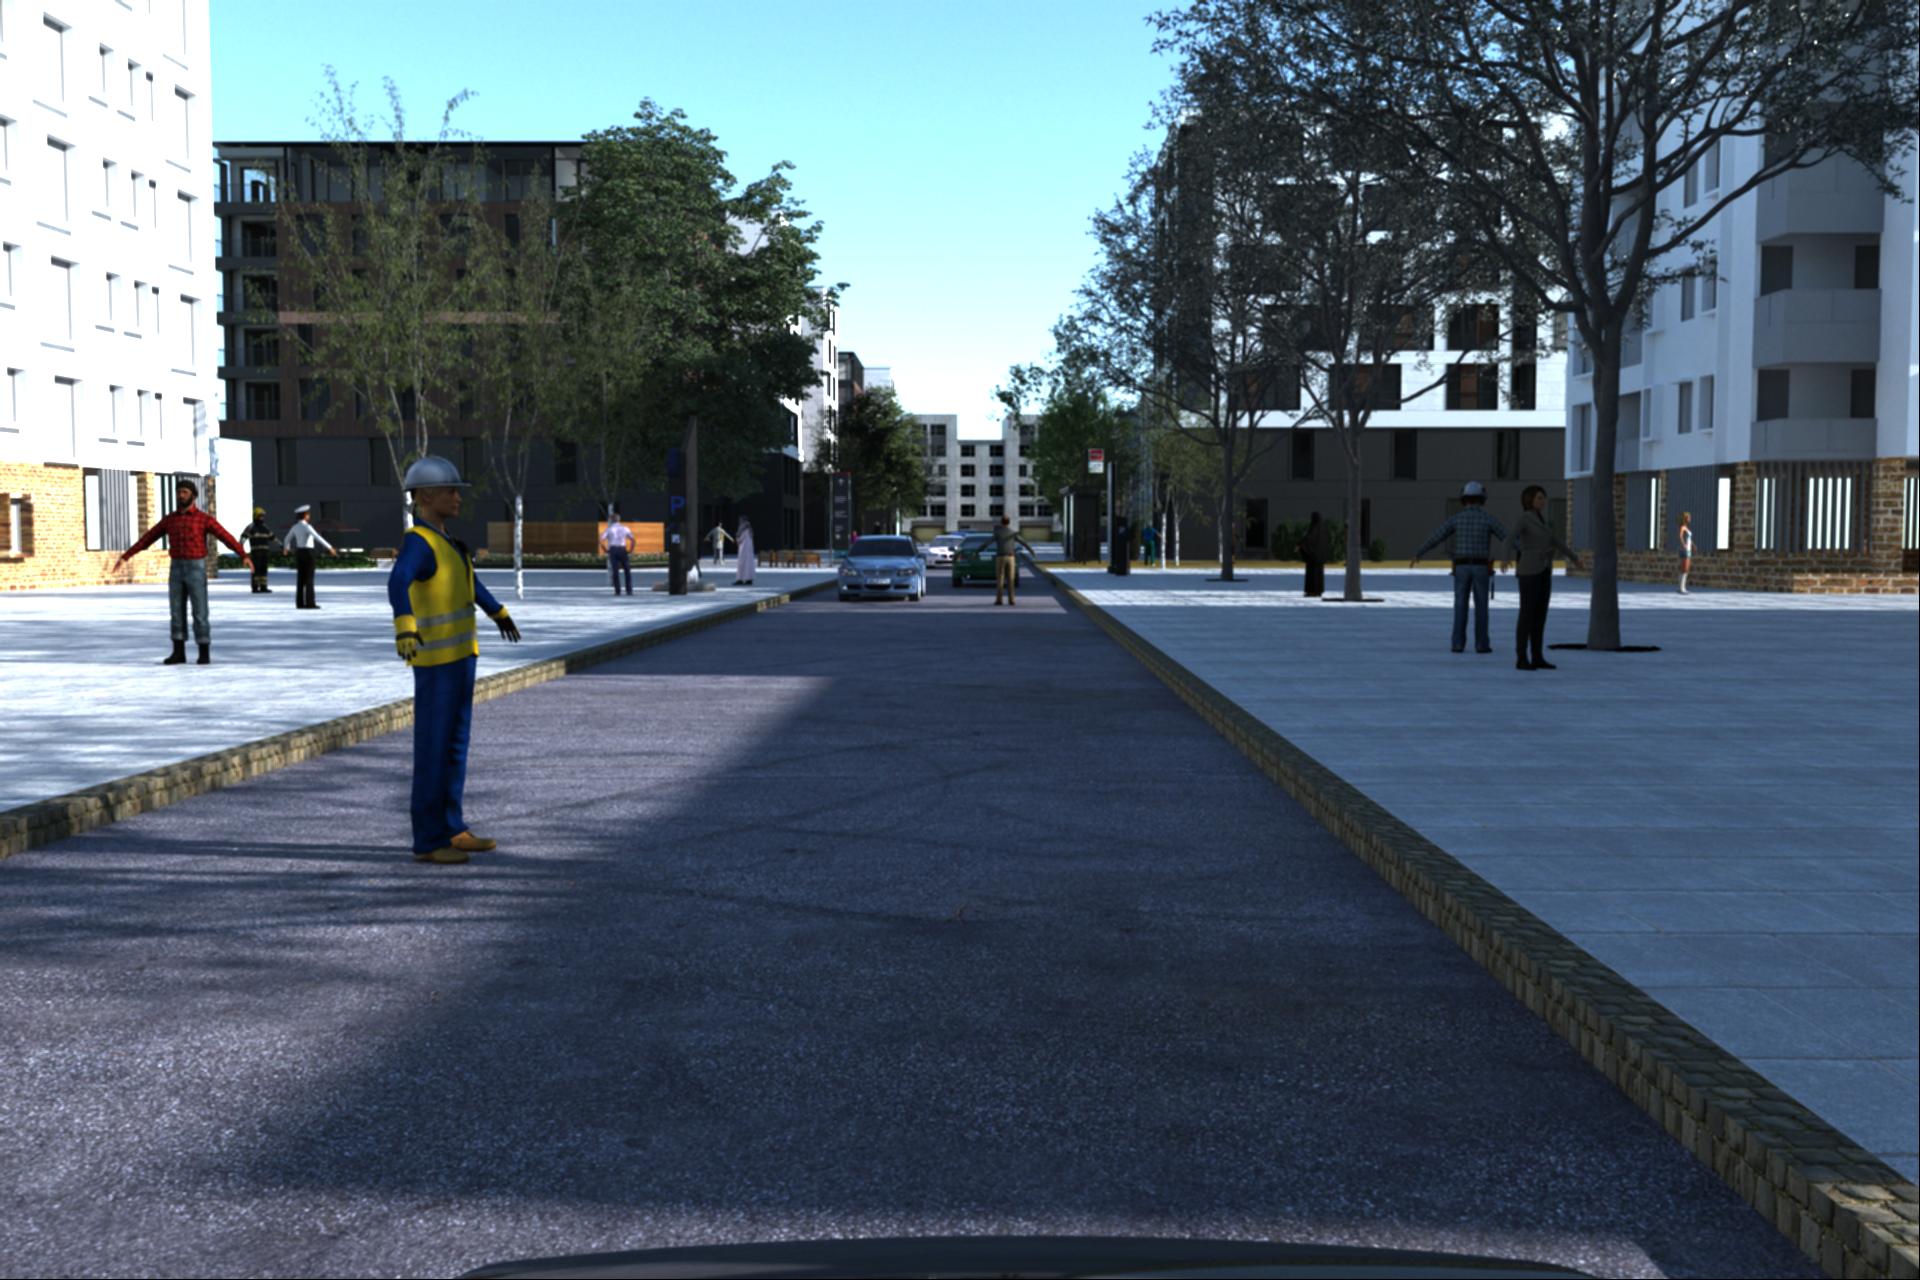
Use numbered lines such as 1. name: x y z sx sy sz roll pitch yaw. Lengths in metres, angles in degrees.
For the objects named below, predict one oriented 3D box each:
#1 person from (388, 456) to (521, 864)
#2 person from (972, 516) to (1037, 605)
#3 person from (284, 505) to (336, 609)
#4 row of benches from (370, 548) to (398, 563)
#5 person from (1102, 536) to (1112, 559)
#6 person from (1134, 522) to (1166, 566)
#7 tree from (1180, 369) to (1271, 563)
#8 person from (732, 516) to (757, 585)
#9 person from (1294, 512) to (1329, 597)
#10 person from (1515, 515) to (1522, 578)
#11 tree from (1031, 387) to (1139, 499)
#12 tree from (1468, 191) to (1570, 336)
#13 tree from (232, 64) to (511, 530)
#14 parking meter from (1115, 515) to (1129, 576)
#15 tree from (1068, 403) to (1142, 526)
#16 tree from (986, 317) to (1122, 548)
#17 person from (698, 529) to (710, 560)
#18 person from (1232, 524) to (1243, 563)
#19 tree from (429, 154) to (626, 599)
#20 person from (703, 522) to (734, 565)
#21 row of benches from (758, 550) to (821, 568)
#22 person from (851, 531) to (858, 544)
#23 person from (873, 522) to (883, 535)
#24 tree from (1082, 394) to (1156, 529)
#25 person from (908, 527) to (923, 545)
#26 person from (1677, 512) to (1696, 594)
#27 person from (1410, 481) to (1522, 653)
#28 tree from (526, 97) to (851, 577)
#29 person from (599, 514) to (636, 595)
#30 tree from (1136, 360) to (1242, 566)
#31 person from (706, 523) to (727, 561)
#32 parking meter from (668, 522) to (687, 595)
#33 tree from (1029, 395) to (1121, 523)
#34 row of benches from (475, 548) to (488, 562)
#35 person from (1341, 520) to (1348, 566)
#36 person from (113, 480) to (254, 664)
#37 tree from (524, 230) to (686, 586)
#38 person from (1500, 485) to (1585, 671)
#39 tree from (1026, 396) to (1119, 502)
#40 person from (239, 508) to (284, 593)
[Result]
1. person: -2.219 0.077 7.661 0.721 1.772 1.216 0 4 6
2. person: 0.912 -1.608 35.012 1.348 1.796 0.705 0 4 -7
3. person: -11.204 -1.427 29.790 1.216 1.778 0.721 2 4 28
4. row of benches: -24.449 -3.801 77.611 4.104 0.672 1.422 0 4 0
5. person: 7.915 -5.083 89.232 1.348 1.813 0.705 -2 4 -35
6. person: 7.728 -3.944 70.613 1.347 1.817 0.704 1 4 15
7. tree: 11.599 -7.754 77.148 4.360 8.622 3.978 0 3 0
8. person: -5.446 -2.260 43.659 0.621 1.740 0.551 0 4 -7
9. person: 7.205 -1.754 35.471 0.721 1.737 1.214 3 5 41
10. person: 16.545 -2.756 50.922 0.704 1.845 1.351 -1 4 -12
11. tree: 8.776 -11.906 120.411 9.928 11.665 9.643 0 3 0
12. tree: 27.493 -13.247 72.470 12.611 20.169 13.585 0 3 0
13. tree: -8.598 -4.719 27.519 4.360 8.622 3.978 0 3 0
14. parking meter: 5.001 -2.920 53.448 0.399 1.863 0.255 0 4 1
15. tree: 8.174 -8.797 94.190 4.360 8.622 3.978 0 3 0
16. tree: 8.580 -18.138 152.440 12.611 20.169 13.585 0 3 0
17. person: -13.023 -4.854 85.556 1.347 1.806 0.705 -1 4 -8
18. person: 11.906 -4.266 75.891 1.346 1.812 0.704 -3 5 -45
19. tree: -8.768 -5.106 33.842 4.360 8.622 3.978 0 3 0
20. person: -10.159 -4.073 72.778 1.347 1.806 0.705 1 4 10
21. row of benches: -6.618 -3.169 67.276 1.422 0.672 4.104 -2 4 -34
22. person: -5.270 -4.698 86.081 0.991 1.433 0.599 1 4 15
23. person: -3.969 -4.672 82.168 0.705 1.856 1.354 -2 4 -23
24. tree: 8.268 -8.553 90.197 4.360 8.622 3.978 0 3 0
25. person: -2.090 -4.244 78.646 0.721 1.733 1.217 3 5 39
26. person: 15.525 -1.855 36.933 0.721 1.753 1.214 2 4 32
27. person: 5.549 -0.790 18.752 1.345 1.849 0.704 1 4 23
28. tree: -8.062 -8.832 51.062 9.857 13.997 8.962 0 3 0
29. person: -7.170 -1.794 36.310 0.756 1.711 0.436 0 4 -4
30. tree: 8.701 -7.357 70.642 4.360 8.622 3.978 0 3 0
31. person: -11.558 -4.723 83.195 1.349 1.833 0.705 -1 4 -18
32. parking meter: -5.950 -1.716 36.469 0.372 1.533 0.369 0 3 0
33. tree: 9.530 -13.618 140.784 7.486 12.596 7.792 0 3 0
34. row of benches: -20.349 -3.958 80.180 4.104 0.672 1.422 -2 4 -35
35. person: 15.583 -3.905 69.621 0.705 1.858 1.354 0 4 -1
36. person: -7.624 -0.671 17.081 1.345 1.816 0.704 0 4 -3
37. tree: -8.521 -5.604 41.989 4.360 8.622 3.978 0 3 0
38. person: 5.489 -0.588 16.370 1.215 1.744 0.721 -3 4 -36
39. tree: 8.874 -12.513 130.351 9.928 11.665 9.643 0 3 0
40. person: -15.234 -1.953 37.695 0.704 1.858 1.351 1 4 22
